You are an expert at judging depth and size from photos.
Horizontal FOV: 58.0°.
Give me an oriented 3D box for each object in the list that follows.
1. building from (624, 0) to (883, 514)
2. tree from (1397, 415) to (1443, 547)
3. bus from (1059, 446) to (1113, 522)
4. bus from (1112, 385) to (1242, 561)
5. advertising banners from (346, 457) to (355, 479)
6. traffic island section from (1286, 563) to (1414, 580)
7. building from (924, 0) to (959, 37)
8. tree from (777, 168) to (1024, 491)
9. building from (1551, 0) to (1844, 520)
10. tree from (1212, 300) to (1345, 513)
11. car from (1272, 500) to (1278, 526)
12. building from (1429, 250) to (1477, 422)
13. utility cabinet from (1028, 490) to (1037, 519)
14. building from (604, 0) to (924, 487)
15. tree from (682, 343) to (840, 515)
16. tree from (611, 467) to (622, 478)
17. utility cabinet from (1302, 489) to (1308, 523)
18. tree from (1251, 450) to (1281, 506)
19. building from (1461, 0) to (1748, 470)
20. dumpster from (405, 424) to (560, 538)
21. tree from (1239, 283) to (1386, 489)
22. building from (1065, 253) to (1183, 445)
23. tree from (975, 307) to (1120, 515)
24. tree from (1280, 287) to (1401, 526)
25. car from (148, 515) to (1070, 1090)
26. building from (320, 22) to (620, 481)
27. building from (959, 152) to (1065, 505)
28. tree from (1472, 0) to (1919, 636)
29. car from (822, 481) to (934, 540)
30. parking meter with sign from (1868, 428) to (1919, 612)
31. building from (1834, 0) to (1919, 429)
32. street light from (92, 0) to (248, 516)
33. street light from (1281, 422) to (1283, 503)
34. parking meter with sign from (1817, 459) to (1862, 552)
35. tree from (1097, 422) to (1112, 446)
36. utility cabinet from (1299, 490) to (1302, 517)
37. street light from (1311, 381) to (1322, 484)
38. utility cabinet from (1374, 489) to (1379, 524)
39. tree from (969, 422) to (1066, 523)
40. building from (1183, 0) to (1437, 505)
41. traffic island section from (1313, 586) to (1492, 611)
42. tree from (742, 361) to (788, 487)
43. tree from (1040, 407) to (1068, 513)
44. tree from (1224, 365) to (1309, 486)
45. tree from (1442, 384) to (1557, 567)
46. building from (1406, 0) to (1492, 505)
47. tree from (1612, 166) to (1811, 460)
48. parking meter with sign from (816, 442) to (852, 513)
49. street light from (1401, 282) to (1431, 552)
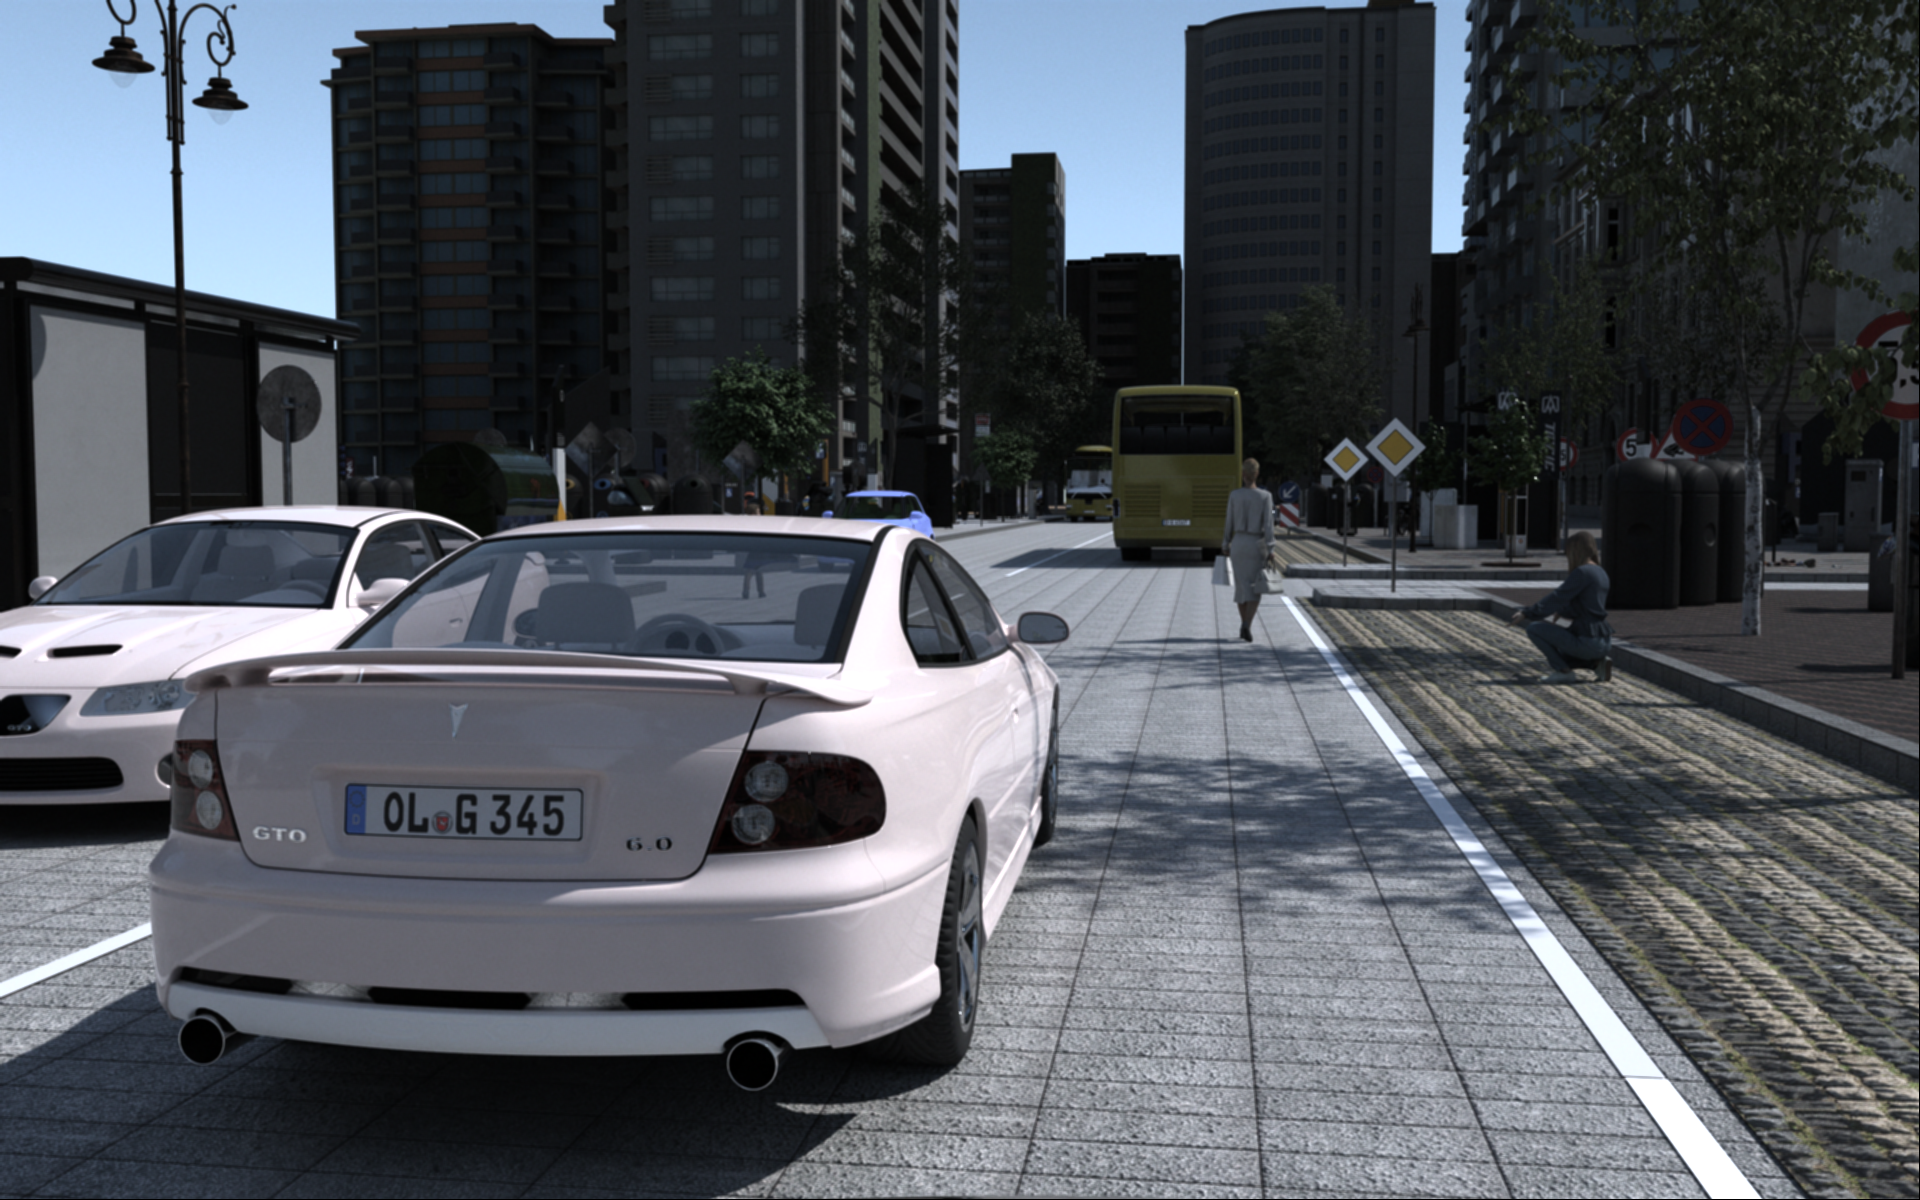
[{"bbox_3d":[-13.372,-26.449,116.034,14.154,41.232,14.086,0,4,8],"label":"building"},{"bbox_3d":[11.403,-2.922,42.384,1.663,3.219,1.824,0,3,0],"label":"tree"},{"bbox_3d":[7.392,-6.106,91.377,2.896,3.916,12.252,1,4,10],"label":"bus"},{"bbox_3d":[5.009,-2.956,39.882,2.896,3.916,12.252,0,4,7],"label":"bus"},{"bbox_3d":[-27.862,-5.198,81.176,2.074,3.025,0.090,0,4,4],"label":"advertising banners"},{"bbox_3d":[6.801,-0.504,30.524,2.009,0.180,2.903,0,4,8],"label":"traffic island section"},{"bbox_3d":[-14.605,-37.829,160.503,28.212,58.520,21.231,0,4,8],"label":"building"},{"bbox_3d":[-1.825,-7.037,49.463,7.601,10.594,8.767,1,4,17],"label":"tree"},{"bbox_3d":[37.489,-16.165,83.375,14.460,24.649,34.723,0,4,8],"label":"building"},{"bbox_3d":[21.672,-12.775,115.521,9.857,13.997,8.962,0,3,0],"label":"tree"},{"bbox_3d":[13.326,-4.035,77.978,2.014,1.417,4.499,0,4,8],"label":"car"},{"bbox_3d":[61.894,-26.507,205.086,14.107,30.474,14.160,0,4,8],"label":"building"},{"bbox_3d":[3.694,-4.849,87.966,0.318,1.500,1.173,1,4,9],"label":"utility cabinet"},{"bbox_3d":[-14.982,-31.234,134.372,21.300,48.544,21.600,0,4,8],"label":"building"},{"bbox_3d":[-4.342,-3.295,37.586,4.285,4.588,4.351,0,3,0],"label":"tree"},{"bbox_3d":[-20.062,-6.312,97.806,1.663,3.219,1.824,0,3,0],"label":"tree"},{"bbox_3d":[15.235,-4.068,75.199,0.318,1.500,1.173,0,4,0],"label":"utility cabinet"},{"bbox_3d":[26.161,-11.867,144.388,4.737,8.622,4.395,0,3,0],"label":"tree"},{"bbox_3d":[47.404,-30.365,116.069,23.786,49.044,30.456,0,4,8],"label":"building"},{"bbox_3d":[-6.635,-1.321,24.096,1.502,2.255,1.985,0,4,8],"label":"dumpster"},{"bbox_3d":[18.937,-10.704,93.140,7.486,12.596,7.792,0,3,0],"label":"tree"},{"bbox_3d":[19.941,-26.847,210.647,14.107,30.474,14.160,0,4,8],"label":"building"},{"bbox_3d":[5.257,-11.570,106.178,9.611,12.733,9.660,0,3,0],"label":"tree"},{"bbox_3d":[13.431,-6.751,60.739,4.360,8.622,3.978,0,3,0],"label":"tree"},{"bbox_3d":[-0.707,0.400,5.821,2.083,1.381,4.827,0,4,7],"label":"car"},{"bbox_3d":[-43.135,-31.177,164.367,28.867,44.769,22.147,0,4,8],"label":"building"},{"bbox_3d":[5.359,-32.264,211.106,14.086,41.232,14.154,0,4,8],"label":"building"},{"bbox_3d":[7.001,-3.976,15.377,4.737,8.622,4.395,0,3,0],"label":"tree"},{"bbox_3d":[-1.583,-1.432,32.999,1.945,1.707,3.694,1,4,9],"label":"car"},{"bbox_3d":[10.809,-1.402,19.180,1.738,3.016,0.543,-2,4,-29],"label":"parking meter with sign"},{"bbox_3d":[33.860,-11.660,45.400,16.860,20.320,10.420,0,4,8],"label":"building"},{"bbox_3d":[-6.799,-2.588,15.102,0.468,5.910,1.993,0,4,8],"label":"street light"},{"bbox_3d":[19.354,-8.024,103.981,0.468,5.910,1.993,0,4,8],"label":"street light"},{"bbox_3d":[19.908,-2.563,38.163,1.738,3.016,0.543,3,4,38],"label":"parking meter with sign"},{"bbox_3d":[15.133,-13.656,173.633,4.360,8.622,3.978,0,3,0],"label":"tree"},{"bbox_3d":[19.599,-5.441,97.638,1.173,1.500,0.318,-3,5,-40],"label":"utility cabinet"},{"bbox_3d":[14.665,-6.022,71.245,0.468,5.910,1.993,0,4,8],"label":"street light"},{"bbox_3d":[18.233,-3.995,74.002,1.173,1.500,0.318,-1,4,-23],"label":"utility cabinet"},{"bbox_3d":[2.034,-5.813,78.748,4.285,4.588,4.351,0,3,0],"label":"tree"},{"bbox_3d":[41.231,-40.808,209.216,28.212,58.520,21.231,0,4,8],"label":"building"},{"bbox_3d":[5.677,-0.021,22.619,2.009,0.180,2.903,0,4,8],"label":"traffic island section"},{"bbox_3d":[-11.035,-8.884,95.619,4.360,8.622,3.978,0,3,0],"label":"tree"},{"bbox_3d":[6.820,-10.276,118.368,4.360,8.622,3.978,0,3,0],"label":"tree"},{"bbox_3d":[24.178,-12.931,137.172,9.928,11.665,9.643,0,3,0],"label":"tree"},{"bbox_3d":[9.684,-2.215,30.809,1.663,3.219,1.824,0,3,0],"label":"tree"},{"bbox_3d":[51.191,-50.929,145.367,22.319,86.520,31.000,0,4,8],"label":"building"},{"bbox_3d":[16.197,-5.309,37.171,4.360,8.622,3.978,0,3,0],"label":"tree"},{"bbox_3d":[-4.022,-3.824,58.787,1.738,3.016,0.543,-3,4,-38],"label":"parking meter with sign"},{"bbox_3d":[9.973,-3.988,37.987,0.468,5.910,1.993,0,4,8],"label":"street light"}]
